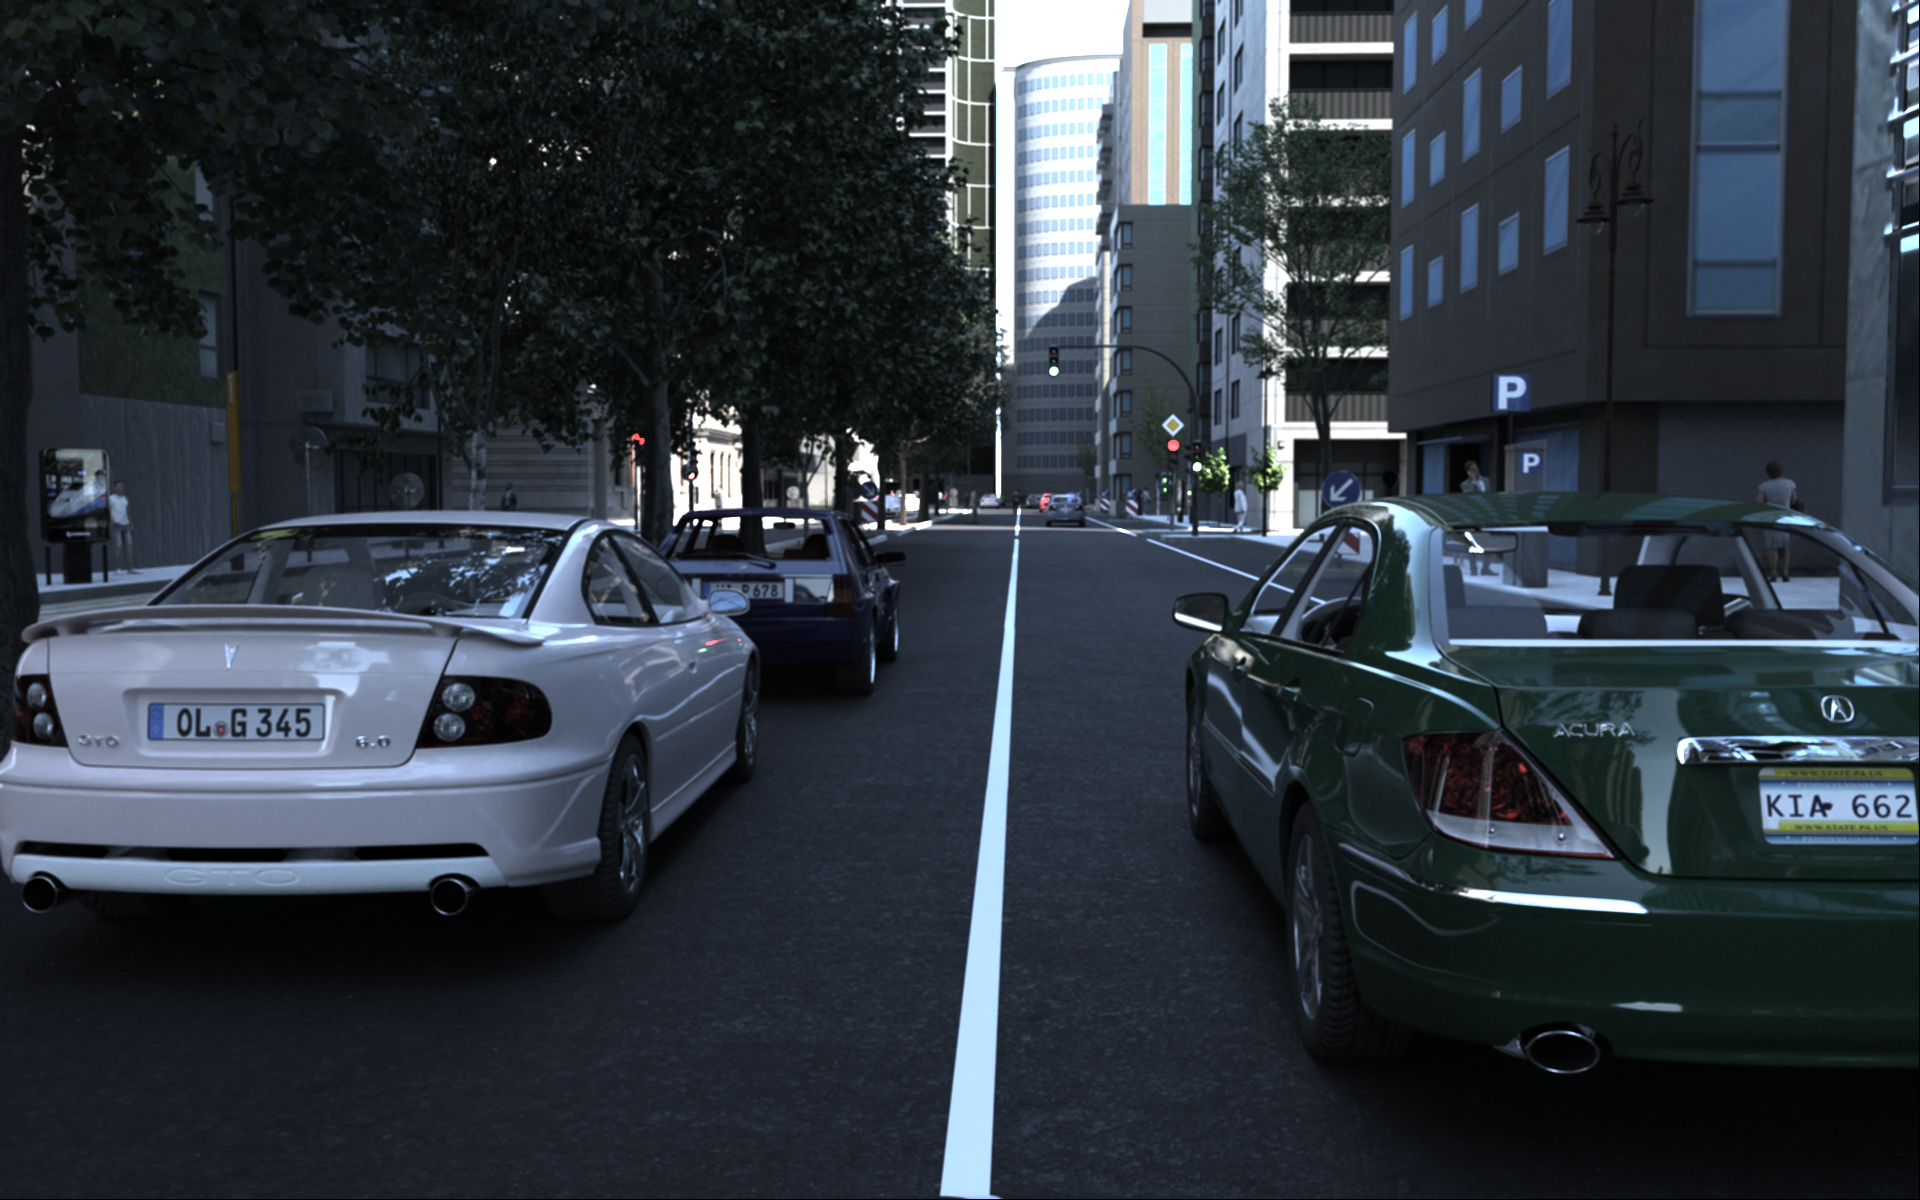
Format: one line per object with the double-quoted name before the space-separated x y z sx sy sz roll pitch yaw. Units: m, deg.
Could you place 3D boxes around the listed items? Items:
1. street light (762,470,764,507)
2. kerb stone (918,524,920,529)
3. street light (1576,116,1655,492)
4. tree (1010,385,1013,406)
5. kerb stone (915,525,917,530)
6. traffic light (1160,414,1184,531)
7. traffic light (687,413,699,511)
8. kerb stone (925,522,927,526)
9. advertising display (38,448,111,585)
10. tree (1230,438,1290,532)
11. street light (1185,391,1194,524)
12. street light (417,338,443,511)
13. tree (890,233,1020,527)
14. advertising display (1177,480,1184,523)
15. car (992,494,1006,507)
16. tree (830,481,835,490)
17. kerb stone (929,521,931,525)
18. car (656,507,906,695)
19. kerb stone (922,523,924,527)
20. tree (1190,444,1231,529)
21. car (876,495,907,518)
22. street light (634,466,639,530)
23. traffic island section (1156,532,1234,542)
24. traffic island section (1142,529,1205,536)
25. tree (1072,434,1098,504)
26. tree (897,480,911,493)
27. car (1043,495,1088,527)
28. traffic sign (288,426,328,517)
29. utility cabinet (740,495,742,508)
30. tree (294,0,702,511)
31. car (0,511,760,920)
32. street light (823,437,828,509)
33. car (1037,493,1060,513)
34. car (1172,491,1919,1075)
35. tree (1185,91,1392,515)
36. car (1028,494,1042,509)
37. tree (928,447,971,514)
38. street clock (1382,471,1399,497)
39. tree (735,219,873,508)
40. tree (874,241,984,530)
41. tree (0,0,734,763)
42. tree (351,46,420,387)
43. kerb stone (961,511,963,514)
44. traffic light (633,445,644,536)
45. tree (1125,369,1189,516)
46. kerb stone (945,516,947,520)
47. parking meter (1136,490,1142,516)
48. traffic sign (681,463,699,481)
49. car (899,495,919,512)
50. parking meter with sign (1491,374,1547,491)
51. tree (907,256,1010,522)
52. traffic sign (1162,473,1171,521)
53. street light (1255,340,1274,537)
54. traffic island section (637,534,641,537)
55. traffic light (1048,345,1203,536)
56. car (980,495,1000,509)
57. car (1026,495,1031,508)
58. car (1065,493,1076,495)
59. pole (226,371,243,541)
"street light" -10.471 -7.286 91.907 0.468 5.910 1.993 0 4 2
"kerb stone" -1.808 -2.892 69.478 0.120 0.150 1.000 0 4 2
"street light" 8.167 -2.995 21.753 0.468 5.910 1.993 0 4 2
"tree" -3.352 -7.909 48.775 9.611 12.733 9.660 0 3 0
"kerb stone" -1.875 -2.766 67.422 0.120 0.150 1.000 0 4 2
"traffic light" 7.442 -4.397 60.809 0.839 4.253 0.868 0 4 2
"traffic light" -7.416 -5.301 61.344 4.771 5.953 1.251 0 4 2
"kerb stone" -1.634 -3.205 74.597 0.120 0.150 1.000 0 4 2
"advertising display" -12.614 -1.192 24.709 0.123 1.923 0.974 2 4 32
"tree" 10.622 -3.975 59.592 1.663 3.219 1.824 0 3 0
"street light" 9.990 -6.238 74.774 0.468 5.910 1.993 0 4 2
"street light" -12.233 -4.153 40.688 0.468 5.910 1.993 0 4 2
"tree" -2.470 -9.963 75.730 12.009 13.543 11.850 0 3 0
"advertising display" 9.904 -4.441 77.822 0.123 1.923 0.974 0 4 -6
"car" 4.249 -11.525 197.236 1.959 1.807 4.718 0 4 3
"tree" -9.161 -8.625 135.615 1.663 3.219 1.824 0 3 0
"kerb stone" -1.521 -3.392 77.679 0.120 0.150 1.000 0 4 2
"car" -1.429 -0.070 13.728 1.945 1.354 3.894 0 4 2
"kerb stone" -1.697 -3.080 72.554 0.120 0.150 1.000 0 4 2
"tree" 9.814 -4.305 64.990 1.663 3.219 1.824 0 3 0
"car" -4.128 -5.424 101.049 2.083 1.381 4.827 0 4 2
"street light" -11.561 -5.438 61.702 0.468 5.910 1.993 0 4 2
"traffic island section" 7.203 -1.875 52.941 2.009 0.180 2.903 0 4 2
"traffic island section" 7.481 -2.363 60.921 2.009 0.180 2.903 0 4 2
"tree" 15.983 -16.081 213.291 4.737 8.622 4.395 0 3 0
"tree" -6.576 -12.747 203.010 1.663 3.219 1.824 0 3 0
"car" 4.701 -3.990 77.233 2.014 1.417 4.499 0 4 3
"traffic sign" -12.227 -1.980 32.485 0.768 2.556 0.104 0 4 5
"utility cabinet" -10.408 -4.524 85.132 0.306 1.237 1.020 1 4 23
"tree" -4.527 -3.879 16.241 4.360 8.622 3.978 0 3 0
"car" -1.993 0.314 7.231 2.083 1.381 4.827 0 4 1
"street light" -9.446 -9.136 122.168 0.468 5.910 1.993 0 4 2
"car" 6.902 -7.463 131.063 2.155 1.783 4.494 0 4 2
"car" 1.829 0.368 5.780 2.131 1.459 4.920 0 4 2
"tree" 9.596 -7.344 45.825 9.928 11.665 9.643 0 3 0
"car" 7.727 -9.808 172.360 2.014 1.417 4.499 0 4 3
"tree" -0.925 -10.335 121.797 4.360 8.622 3.978 0 3 0
"street clock" 13.278 -2.987 53.410 0.471 2.002 0.358 2 4 29
"tree" -3.712 -5.433 41.647 4.737 8.622 4.395 0 3 0
"tree" -2.871 -8.351 64.746 9.928 11.665 9.643 0 3 0
"tree" -5.097 -6.089 8.660 9.857 13.997 8.962 0 3 0
"tree" -4.216 -6.390 23.943 9.611 12.733 9.660 0 3 0
"kerb stone" -0.062 -5.964 119.713 0.120 0.150 1.000 0 4 2
"traffic light" -9.788 -3.944 53.401 0.839 4.253 0.868 0 4 2
"tree" 11.625 -9.226 101.215 4.737 8.622 4.395 0 3 0
"kerb stone" -0.950 -4.396 94.062 0.120 0.150 1.000 0 4 2
"parking meter" 10.579 -5.751 102.446 0.372 1.533 0.369 0 3 0
"traffic sign" -10.920 -4.275 69.998 0.768 2.556 0.104 0 4 8
"car" -4.347 -7.880 141.194 2.083 1.381 4.827 0 4 2
"parking meter with sign" 7.938 -1.722 24.411 0.543 3.016 1.738 0 4 4
"tree" -1.900 -10.985 88.720 9.857 13.997 8.962 0 3 0
"traffic sign" 9.990 -4.949 83.047 0.606 2.300 0.079 1 4 11
"street light" 9.207 -4.858 52.209 0.468 5.910 1.993 0 4 2
"traffic island section" -9.827 -1.912 53.537 2.009 0.180 2.903 0 4 2
"traffic light" 5.070 -4.776 52.760 4.771 5.953 1.251 0 4 2
"car" 2.880 -9.466 167.135 2.083 1.381 4.827 0 4 1
"car" 7.795 -10.160 178.478 2.083 1.381 4.827 0 4 4
"car" 11.262 -10.147 175.494 1.945 1.707 3.694 0 4 1
"pole" -12.098 -2.145 28.906 0.158 3.312 0.155 0 3 0
